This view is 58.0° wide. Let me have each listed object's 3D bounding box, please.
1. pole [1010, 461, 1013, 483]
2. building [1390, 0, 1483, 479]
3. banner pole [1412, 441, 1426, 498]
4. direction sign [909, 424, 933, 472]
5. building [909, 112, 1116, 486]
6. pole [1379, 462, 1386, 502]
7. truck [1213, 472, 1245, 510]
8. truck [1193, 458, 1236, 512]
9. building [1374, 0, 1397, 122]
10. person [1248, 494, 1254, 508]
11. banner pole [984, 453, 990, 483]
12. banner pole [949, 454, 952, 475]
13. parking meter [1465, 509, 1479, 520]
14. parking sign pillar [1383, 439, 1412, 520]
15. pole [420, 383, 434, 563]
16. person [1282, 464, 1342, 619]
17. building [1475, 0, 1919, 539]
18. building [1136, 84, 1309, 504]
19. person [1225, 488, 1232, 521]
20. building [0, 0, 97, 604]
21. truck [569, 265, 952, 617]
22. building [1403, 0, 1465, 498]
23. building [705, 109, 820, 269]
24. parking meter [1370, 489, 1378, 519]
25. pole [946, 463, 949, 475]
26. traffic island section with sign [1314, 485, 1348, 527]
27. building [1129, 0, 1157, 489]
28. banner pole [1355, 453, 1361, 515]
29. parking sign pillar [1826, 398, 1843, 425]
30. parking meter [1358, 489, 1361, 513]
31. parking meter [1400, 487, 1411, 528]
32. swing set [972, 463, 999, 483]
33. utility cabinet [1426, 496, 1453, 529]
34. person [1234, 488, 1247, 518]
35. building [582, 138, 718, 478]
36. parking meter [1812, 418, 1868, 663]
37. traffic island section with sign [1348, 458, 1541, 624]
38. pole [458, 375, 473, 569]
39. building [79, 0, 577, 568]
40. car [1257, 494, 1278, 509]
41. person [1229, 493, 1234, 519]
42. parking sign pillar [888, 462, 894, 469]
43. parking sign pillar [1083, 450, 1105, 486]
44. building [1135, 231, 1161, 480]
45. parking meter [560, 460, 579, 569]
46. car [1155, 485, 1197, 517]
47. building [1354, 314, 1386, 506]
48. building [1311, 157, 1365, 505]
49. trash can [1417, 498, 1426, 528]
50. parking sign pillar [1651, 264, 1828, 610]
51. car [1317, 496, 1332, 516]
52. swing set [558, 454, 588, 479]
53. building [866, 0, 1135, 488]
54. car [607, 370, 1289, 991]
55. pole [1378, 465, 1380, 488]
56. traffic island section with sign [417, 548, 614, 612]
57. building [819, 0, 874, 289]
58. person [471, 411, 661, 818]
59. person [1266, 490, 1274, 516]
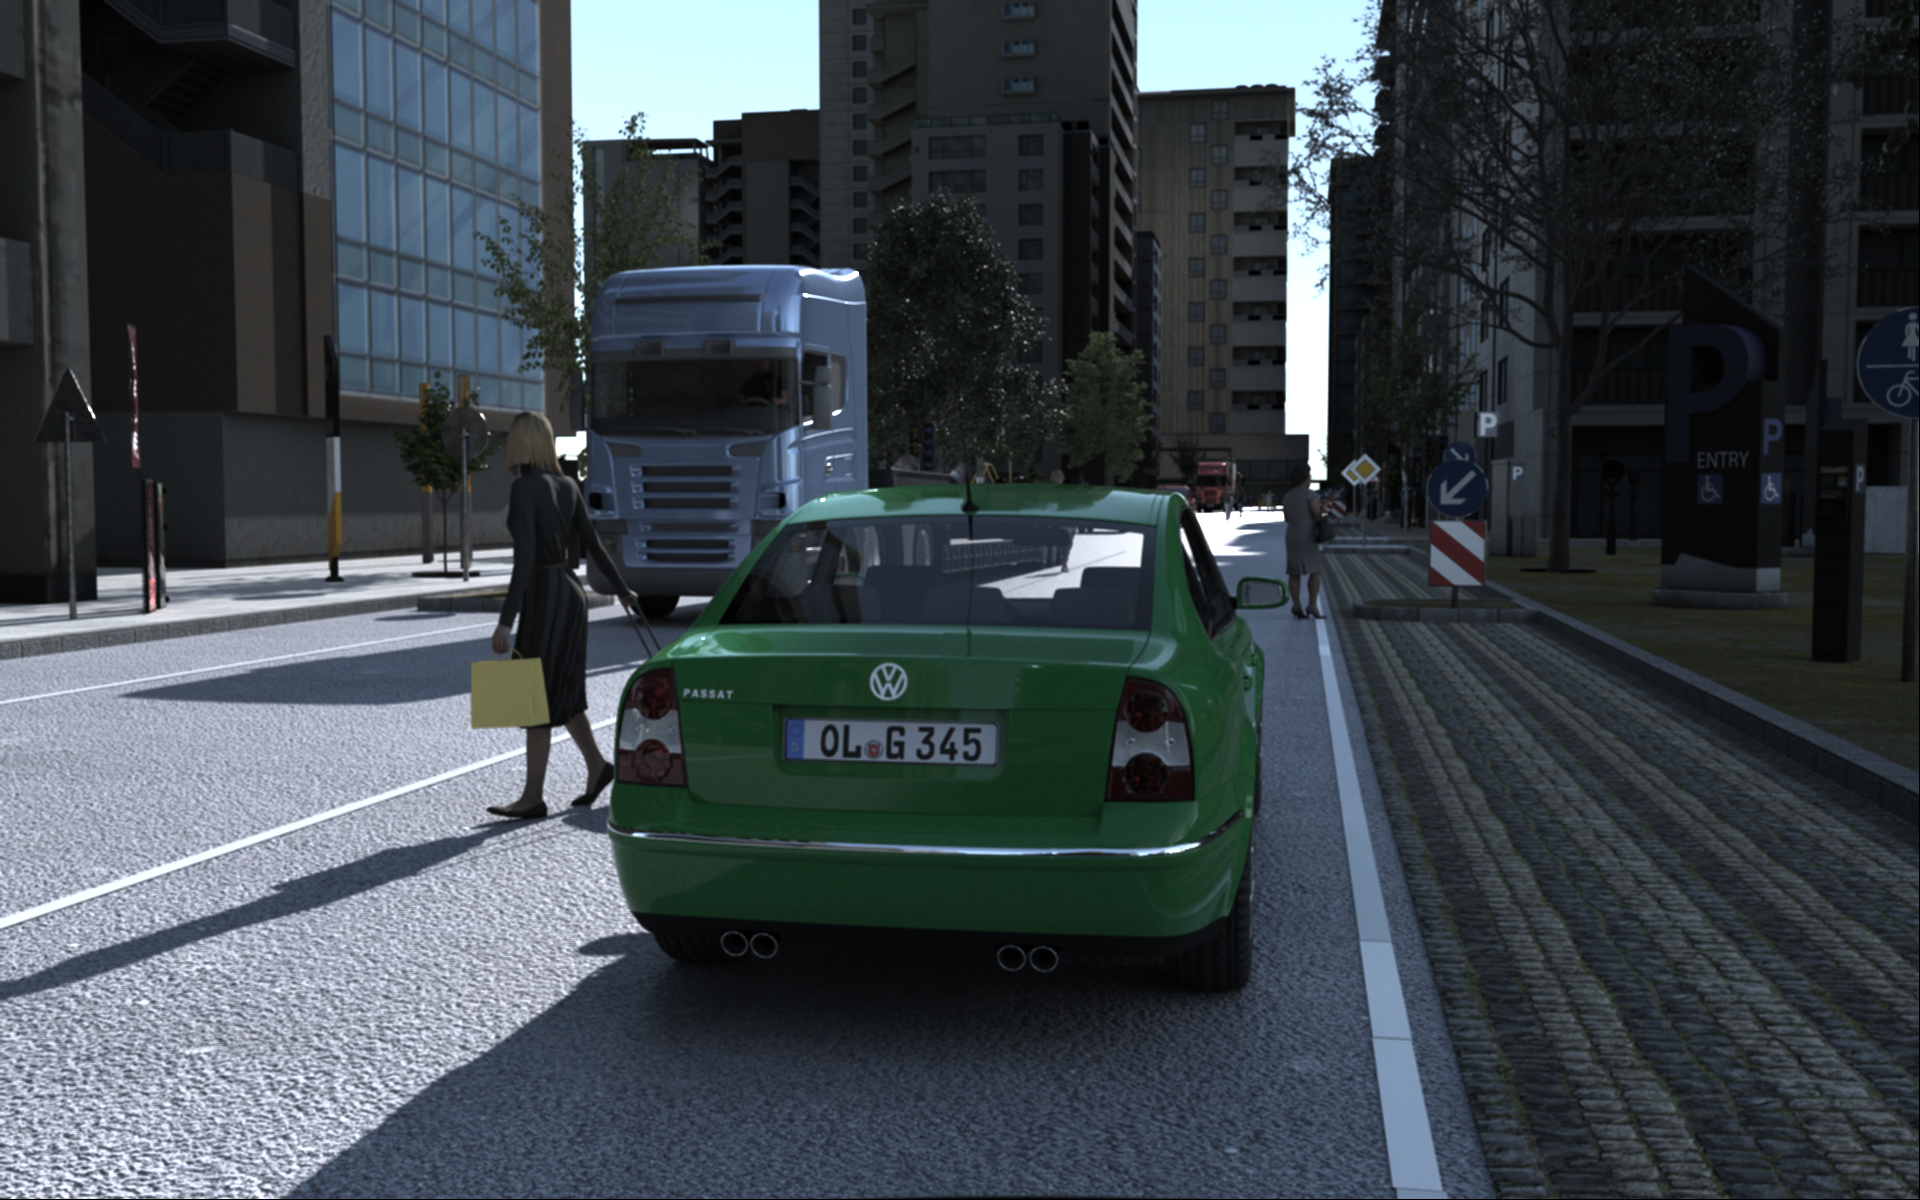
[{"bbox_3d":[3.173,-6.950,107.471,0.158,3.312,0.155,0,3,0],"label":"pole"},{"bbox_3d":[39.779,-29.293,129.053,14.600,45.320,14.200,1,4,11],"label":"building"},{"bbox_3d":[21.711,-5.605,81.666,0.863,3.779,0.401,-1,4,-14],"label":"banner pole"},{"bbox_3d":[-1.253,-3.920,56.086,0.876,3.537,0.379,2,4,30],"label":"direction sign"},{"bbox_3d":[4.398,-22.224,135.062,14.160,30.474,14.107,1,4,11],"label":"building"},{"bbox_3d":[24.140,-6.403,98.539,0.158,3.312,0.155,0,3,0],"label":"pole"},{"bbox_3d":[23.780,-9.696,154.450,3.469,3.379,9.791,1,4,11],"label":"truck"},{"bbox_3d":[20.457,-9.148,138.475,2.839,4.237,11.283,1,4,13],"label":"truck"},{"bbox_3d":[47.091,-30.275,149.624,22.147,44.769,28.867,1,4,11],"label":"building"},{"bbox_3d":[29.955,-10.204,178.564,0.697,1.427,0.421,-2,4,-31],"label":"person"},{"bbox_3d":[1.558,-7.092,105.966,0.863,3.779,0.401,-2,4,-30],"label":"banner pole"},{"bbox_3d":[-0.517,-6.429,95.123,0.401,3.779,0.863,1,4,11],"label":"banner pole"},{"bbox_3d":[15.976,-2.960,54.101,0.399,1.863,0.255,3,4,37],"label":"parking meter"},{"bbox_3d":[21.495,-5.899,84.924,1.447,3.967,1.447,-2,4,-27],"label":"parking sign pillar"},{"bbox_3d":[-9.869,-2.336,32.044,0.158,3.312,0.155,0,3,0],"label":"pole"},{"bbox_3d":[4.061,-0.675,19.887,0.532,1.782,0.716,-3,4,-36],"label":"person"},{"bbox_3d":[28.614,-37.738,55.265,20.611,71.187,20.563,1,4,11],"label":"building"},{"bbox_3d":[31.476,-38.872,224.800,27.495,52.752,28.713,1,4,11],"label":"building"},{"bbox_3d":[14.172,-5.045,91.528,0.362,1.759,0.519,1,4,20],"label":"person"},{"bbox_3d":[-22.904,-23.702,11.233,21.300,48.544,21.600,1,4,11],"label":"building"},{"bbox_3d":[-0.979,-2.254,26.613,2.967,4.110,18.799,1,4,13],"label":"truck"},{"bbox_3d":[39.111,-29.694,105.102,23.786,49.044,30.456,1,4,11],"label":"building"},{"bbox_3d":[-20.086,-33.575,199.063,14.200,45.320,14.600,1,4,11],"label":"building"},{"bbox_3d":[21.164,-4.905,88.604,0.372,1.533,0.369,0,3,0],"label":"parking meter"},{"bbox_3d":[-0.807,-7.413,115.044,0.158,3.312,0.155,0,3,0],"label":"pole"},{"bbox_3d":[16.265,-4.055,74.920,1.989,1.847,2.006,1,4,11],"label":"traffic island section with sign"},{"bbox_3d":[9.238,-44.938,172.995,20.563,71.187,20.611,1,4,11],"label":"building"},{"bbox_3d":[24.532,-7.117,106.383,0.401,3.779,0.863,-1,4,-16],"label":"banner pole"},{"bbox_3d":[17.600,-2.869,35.387,1.447,3.967,1.447,1,4,16],"label":"parking sign pillar"},{"bbox_3d":[27.214,-6.850,117.713,0.255,1.863,0.399,1,4,15],"label":"parking meter"},{"bbox_3d":[16.690,-3.451,64.841,0.372,1.533,0.369,0,3,0],"label":"parking meter"},{"bbox_3d":[1.354,-5.516,87.808,2.862,2.851,3.119,0,4,8],"label":"swing set"},{"bbox_3d":[17.695,-3.219,63.788,1.020,1.237,0.306,0,4,-2],"label":"utility cabinet"},{"bbox_3d":[17.102,-5.913,105.533,0.721,1.781,0.623,3,5,45],"label":"person"},{"bbox_3d":[-34.584,-31.697,201.841,14.086,41.232,14.154,1,4,11],"label":"building"},{"bbox_3d":[6.738,-0.462,13.266,0.255,1.863,0.399,3,5,45],"label":"parking meter"},{"bbox_3d":[5.594,-0.704,20.133,1.989,1.847,2.006,1,4,11],"label":"traffic island section with sign"},{"bbox_3d":[-8.505,-2.197,29.760,0.158,3.312,0.155,0,3,0],"label":"pole"},{"bbox_3d":[-17.874,-23.645,36.708,14.200,45.320,14.600,1,4,11],"label":"building"},{"bbox_3d":[29.535,-9.551,166.384,2.015,1.641,3.980,1,4,11],"label":"car"},{"bbox_3d":[15.549,-5.436,99.969,0.503,1.515,0.523,0,4,2],"label":"person"},{"bbox_3d":[-4.181,-7.233,106.726,1.447,3.967,1.447,-1,4,-17],"label":"parking sign pillar"},{"bbox_3d":[8.222,-7.219,106.503,1.447,3.967,1.447,0,4,-5],"label":"parking sign pillar"},{"bbox_3d":[15.106,-25.751,192.733,14.107,30.474,14.160,1,4,11],"label":"building"},{"bbox_3d":[-6.717,-1.470,29.739,0.255,1.863,0.399,-2,4,-29],"label":"parking meter"},{"bbox_3d":[9.415,-4.176,76.948,2.281,1.827,5.304,1,4,11],"label":"car"},{"bbox_3d":[55.184,-20.373,178.132,27.650,21.520,28.899,1,4,11],"label":"building"},{"bbox_3d":[58.799,-34.346,216.179,28.867,44.769,22.147,1,4,11],"label":"building"},{"bbox_3d":[17.750,-3.320,65.933,0.748,1.137,0.748,0,3,0],"label":"trash can"},{"bbox_3d":[8.723,-1.916,19.800,1.447,3.967,1.447,-2,4,-28],"label":"parking sign pillar"},{"bbox_3d":[23.069,-6.026,111.105,1.945,1.354,3.894,1,4,10],"label":"car"},{"bbox_3d":[-15.283,-4.408,69.692,2.862,2.851,3.119,1,4,16],"label":"swing set"},{"bbox_3d":[3.688,-32.361,152.803,21.300,48.544,21.600,1,4,11],"label":"building"},{"bbox_3d":[0.236,0.141,6.489,1.959,1.807,4.718,1,4,11],"label":"car"},{"bbox_3d":[29.122,-7.735,120.312,0.158,3.312,0.155,0,3,0],"label":"pole"},{"bbox_3d":[-5.521,-0.820,22.040,1.989,1.847,2.006,1,4,11],"label":"traffic island section with sign"},{"bbox_3d":[-2.858,-46.057,191.279,20.611,71.187,20.563,1,4,11],"label":"building"},{"bbox_3d":[-1.567,0.045,7.986,1.509,1.804,0.699,-3,4,-38],"label":"person"},{"bbox_3d":[19.991,-6.260,111.858,0.512,1.701,0.522,-1,4,-18],"label":"person"}]
